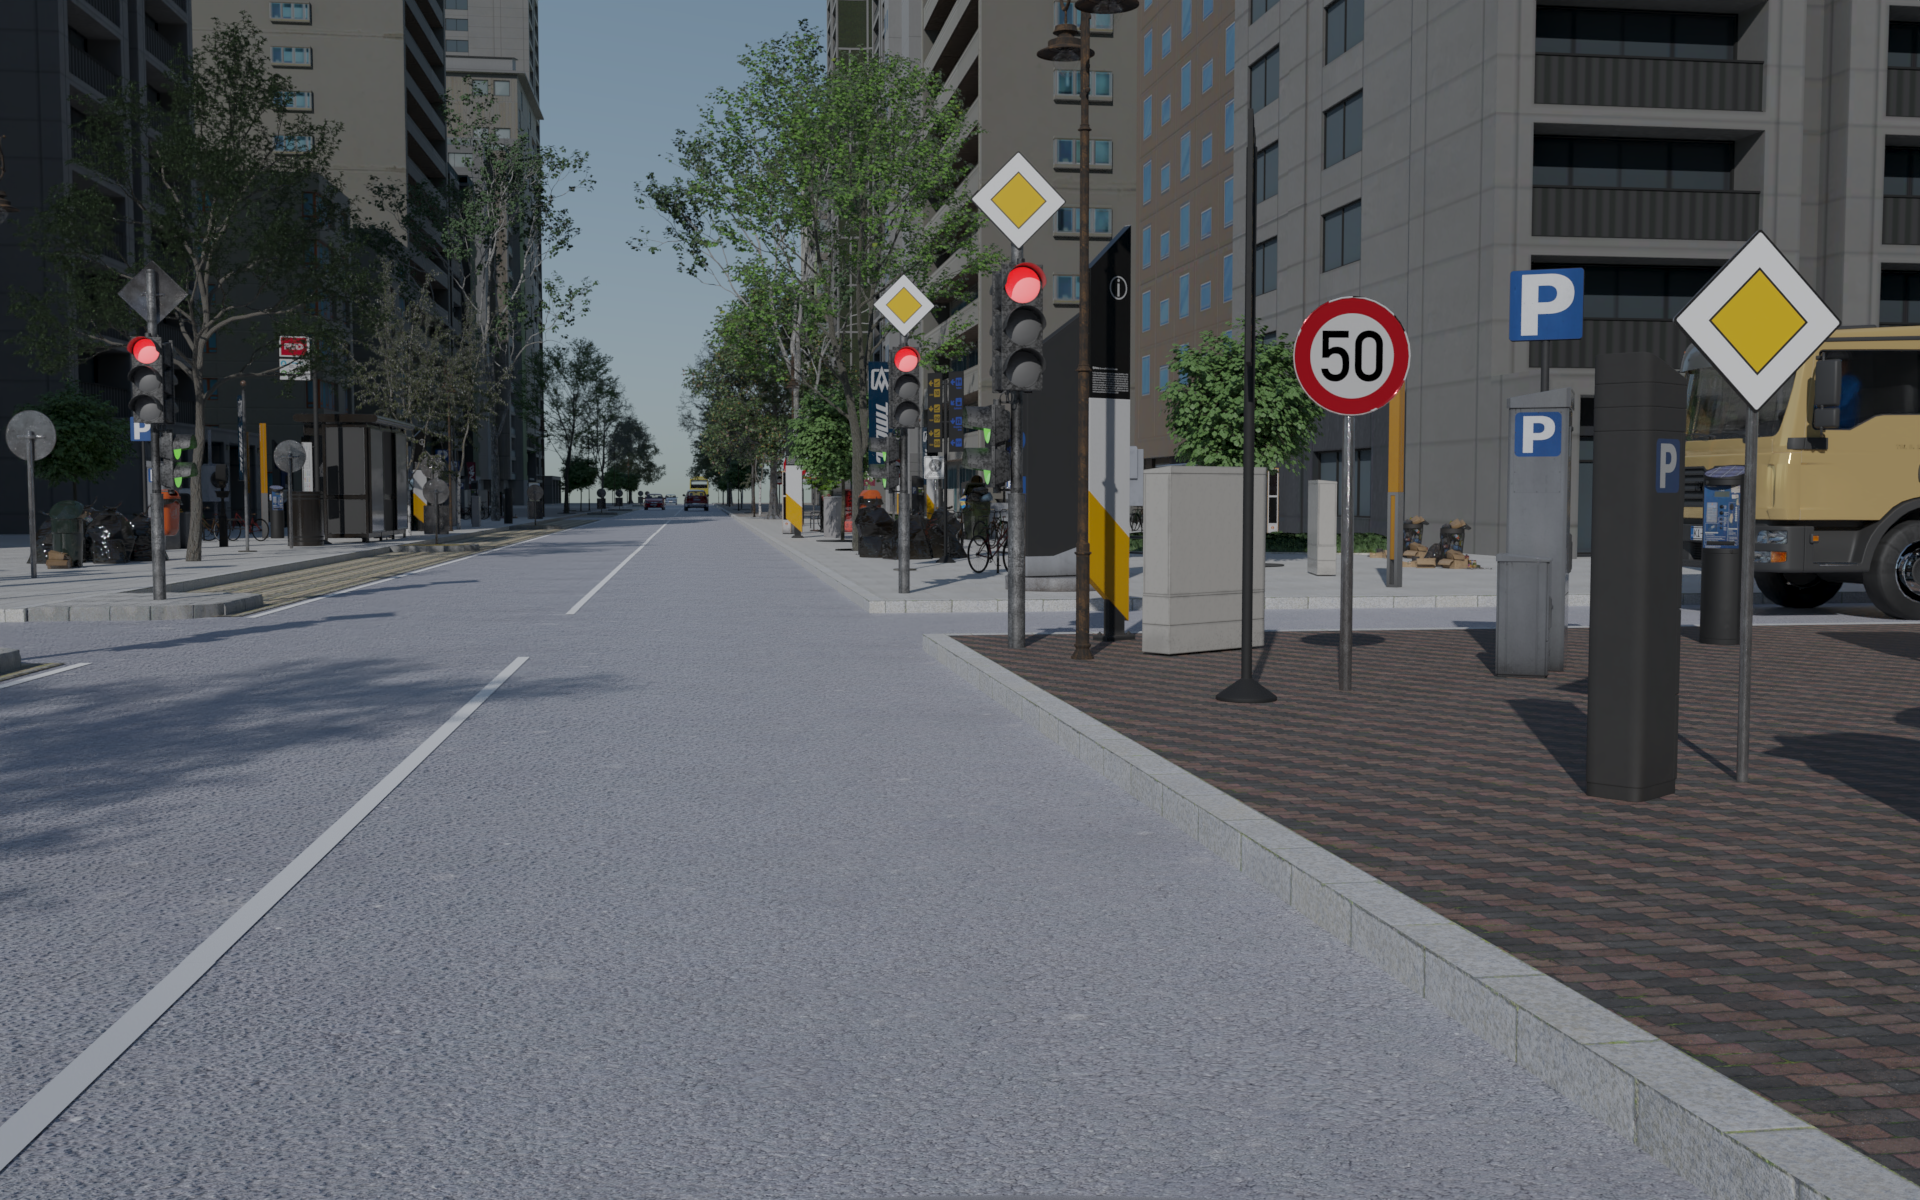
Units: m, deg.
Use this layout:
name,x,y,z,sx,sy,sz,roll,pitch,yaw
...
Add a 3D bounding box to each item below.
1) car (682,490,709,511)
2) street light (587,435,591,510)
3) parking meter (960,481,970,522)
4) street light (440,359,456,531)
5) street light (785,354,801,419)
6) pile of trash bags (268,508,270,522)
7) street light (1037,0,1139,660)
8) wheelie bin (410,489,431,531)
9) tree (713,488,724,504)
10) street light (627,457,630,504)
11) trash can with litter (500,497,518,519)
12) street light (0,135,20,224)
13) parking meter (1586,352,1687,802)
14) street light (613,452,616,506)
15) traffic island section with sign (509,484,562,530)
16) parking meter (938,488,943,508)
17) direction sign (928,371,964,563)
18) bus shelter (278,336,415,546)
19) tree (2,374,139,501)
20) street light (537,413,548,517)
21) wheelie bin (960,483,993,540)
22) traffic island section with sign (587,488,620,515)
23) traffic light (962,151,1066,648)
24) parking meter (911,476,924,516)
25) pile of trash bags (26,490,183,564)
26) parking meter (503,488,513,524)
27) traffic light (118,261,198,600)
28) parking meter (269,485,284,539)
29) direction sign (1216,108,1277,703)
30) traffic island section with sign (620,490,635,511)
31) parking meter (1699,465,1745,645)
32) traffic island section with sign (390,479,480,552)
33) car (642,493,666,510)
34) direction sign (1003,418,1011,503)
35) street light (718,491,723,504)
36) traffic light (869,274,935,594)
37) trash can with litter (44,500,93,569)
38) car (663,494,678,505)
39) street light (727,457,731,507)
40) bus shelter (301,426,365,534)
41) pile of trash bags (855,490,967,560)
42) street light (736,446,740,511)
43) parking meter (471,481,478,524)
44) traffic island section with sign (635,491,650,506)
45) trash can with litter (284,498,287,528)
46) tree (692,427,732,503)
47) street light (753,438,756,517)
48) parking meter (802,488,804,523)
name,x,y,z,sx,sy,sz,roll,pitch,yaw
car,-22.578,-8.533,148.180,2.281,1.827,5.304,-1,4,-10
street light,-29.114,-9.973,135.853,0.468,5.910,1.993,-1,4,-9
parking meter,0.232,-4.238,75.008,0.399,1.863,0.255,1,4,10
street light,-17.522,-5.301,59.454,0.468,5.910,1.993,-1,4,-9
street light,-5.512,-5.161,57.174,0.468,5.910,1.993,-1,4,-9
pile of trash bags,-31.850,-4.248,79.204,3.447,1.369,1.912,-2,4,-24
street light,0.955,-2.479,13.321,0.468,5.910,1.993,-1,4,-9
wheelie bin,-18.944,-3.227,60.666,0.980,1.594,0.693,3,5,42
tree,-29.972,-16.483,219.867,4.737,8.622,4.395,0,3,0
street light,-41.526,-14.945,217.131,0.468,5.910,1.993,-1,4,-9
trash can with litter,-24.218,-4.902,91.208,2.233,1.210,1.678,-1,4,-11
street light,-11.817,-2.942,20.889,0.468,5.910,1.993,-1,4,-9
parking meter,2.875,-0.101,7.357,0.399,1.863,0.255,-3,5,-44
street light,-35.659,-12.598,178.758,0.468,5.910,1.993,-1,4,-9
traffic island section with sign,-17.214,-3.774,70.339,1.989,1.847,2.006,-1,4,-9
parking meter,-0.890,-3.977,73.443,0.372,1.533,0.369,0,3,0
direction sign,-0.267,-2.461,32.234,0.876,3.537,0.379,3,5,41
bus shelter,-16.500,-4.218,46.591,2.179,5.291,8.768,-1,4,-8
tree,-24.447,-3.906,47.571,4.285,4.588,4.351,0,3,0
street light,-23.405,-7.608,97.185,0.468,5.910,1.993,-1,4,-9
wheelie bin,0.497,-2.493,48.675,0.980,1.594,0.693,-2,4,-29
traffic island section with sign,-24.613,-6.763,119.208,1.989,1.847,2.006,-1,4,-9
traffic light,0.454,-1.557,14.382,0.839,4.253,0.868,-1,4,-9
parking meter,-1.327,-2.986,54.526,0.255,1.863,0.399,-2,4,-35
pile of trash bags,-16.124,-1.441,33.308,1.912,1.369,3.447,1,4,8
parking meter,-19.550,-4.068,74.921,0.372,1.533,0.369,0,3,0
traffic light,-9.698,-1.957,20.911,0.839,4.253,0.868,-1,4,-9
parking meter,-19.721,-2.544,50.005,0.372,1.533,0.369,0,3,0
direction sign,1.785,-1.143,10.691,0.379,3.537,0.876,1,4,11
traffic island section with sign,-28.724,-8.425,146.380,1.989,1.847,2.006,-1,4,-9
parking meter,6.561,-0.394,14.850,0.372,1.533,0.369,0,3,0
traffic island section with sign,-13.151,-2.132,43.478,1.989,1.847,2.006,-1,4,-9
car,-27.651,-9.040,156.846,2.155,1.783,4.494,0,4,-7
direction sign,1.314,-3.643,51.564,0.379,3.537,0.876,2,4,34
street light,-35.339,-17.169,253.493,0.468,5.910,1.993,-1,4,-9
traffic light,-0.741,-2.040,22.278,0.839,4.253,0.868,-1,4,-9
trash can with litter,-15.459,-1.138,30.000,0.624,1.170,1.055,-1,4,-15
car,-38.626,-13.407,231.199,2.014,1.417,4.499,-1,4,-9
street light,-22.822,-12.142,171.308,0.468,5.910,1.993,-1,4,-9
bus shelter,-20.637,-4.107,58.439,1.731,3.624,6.357,-1,4,-9
pile of trash bags,-1.283,-1.574,35.485,1.912,1.369,3.447,-2,4,-27
street light,-16.966,-9.774,132.596,0.468,5.910,1.993,-1,4,-9
parking meter,-20.829,-4.198,74.346,0.255,1.863,0.399,0,4,-3
traffic island section with sign,-37.009,-11.774,201.136,1.989,1.847,2.006,-1,4,-9
trash can with litter,-25.801,-3.346,66.096,1.055,1.170,0.624,0,4,3
tree,-26.764,-17.142,198.391,7.486,12.596,7.792,0,3,0
street light,-11.457,-7.555,96.307,0.468,5.910,1.993,-1,4,-9
parking meter,-6.780,-3.962,73.192,0.372,1.533,0.369,0,3,0
